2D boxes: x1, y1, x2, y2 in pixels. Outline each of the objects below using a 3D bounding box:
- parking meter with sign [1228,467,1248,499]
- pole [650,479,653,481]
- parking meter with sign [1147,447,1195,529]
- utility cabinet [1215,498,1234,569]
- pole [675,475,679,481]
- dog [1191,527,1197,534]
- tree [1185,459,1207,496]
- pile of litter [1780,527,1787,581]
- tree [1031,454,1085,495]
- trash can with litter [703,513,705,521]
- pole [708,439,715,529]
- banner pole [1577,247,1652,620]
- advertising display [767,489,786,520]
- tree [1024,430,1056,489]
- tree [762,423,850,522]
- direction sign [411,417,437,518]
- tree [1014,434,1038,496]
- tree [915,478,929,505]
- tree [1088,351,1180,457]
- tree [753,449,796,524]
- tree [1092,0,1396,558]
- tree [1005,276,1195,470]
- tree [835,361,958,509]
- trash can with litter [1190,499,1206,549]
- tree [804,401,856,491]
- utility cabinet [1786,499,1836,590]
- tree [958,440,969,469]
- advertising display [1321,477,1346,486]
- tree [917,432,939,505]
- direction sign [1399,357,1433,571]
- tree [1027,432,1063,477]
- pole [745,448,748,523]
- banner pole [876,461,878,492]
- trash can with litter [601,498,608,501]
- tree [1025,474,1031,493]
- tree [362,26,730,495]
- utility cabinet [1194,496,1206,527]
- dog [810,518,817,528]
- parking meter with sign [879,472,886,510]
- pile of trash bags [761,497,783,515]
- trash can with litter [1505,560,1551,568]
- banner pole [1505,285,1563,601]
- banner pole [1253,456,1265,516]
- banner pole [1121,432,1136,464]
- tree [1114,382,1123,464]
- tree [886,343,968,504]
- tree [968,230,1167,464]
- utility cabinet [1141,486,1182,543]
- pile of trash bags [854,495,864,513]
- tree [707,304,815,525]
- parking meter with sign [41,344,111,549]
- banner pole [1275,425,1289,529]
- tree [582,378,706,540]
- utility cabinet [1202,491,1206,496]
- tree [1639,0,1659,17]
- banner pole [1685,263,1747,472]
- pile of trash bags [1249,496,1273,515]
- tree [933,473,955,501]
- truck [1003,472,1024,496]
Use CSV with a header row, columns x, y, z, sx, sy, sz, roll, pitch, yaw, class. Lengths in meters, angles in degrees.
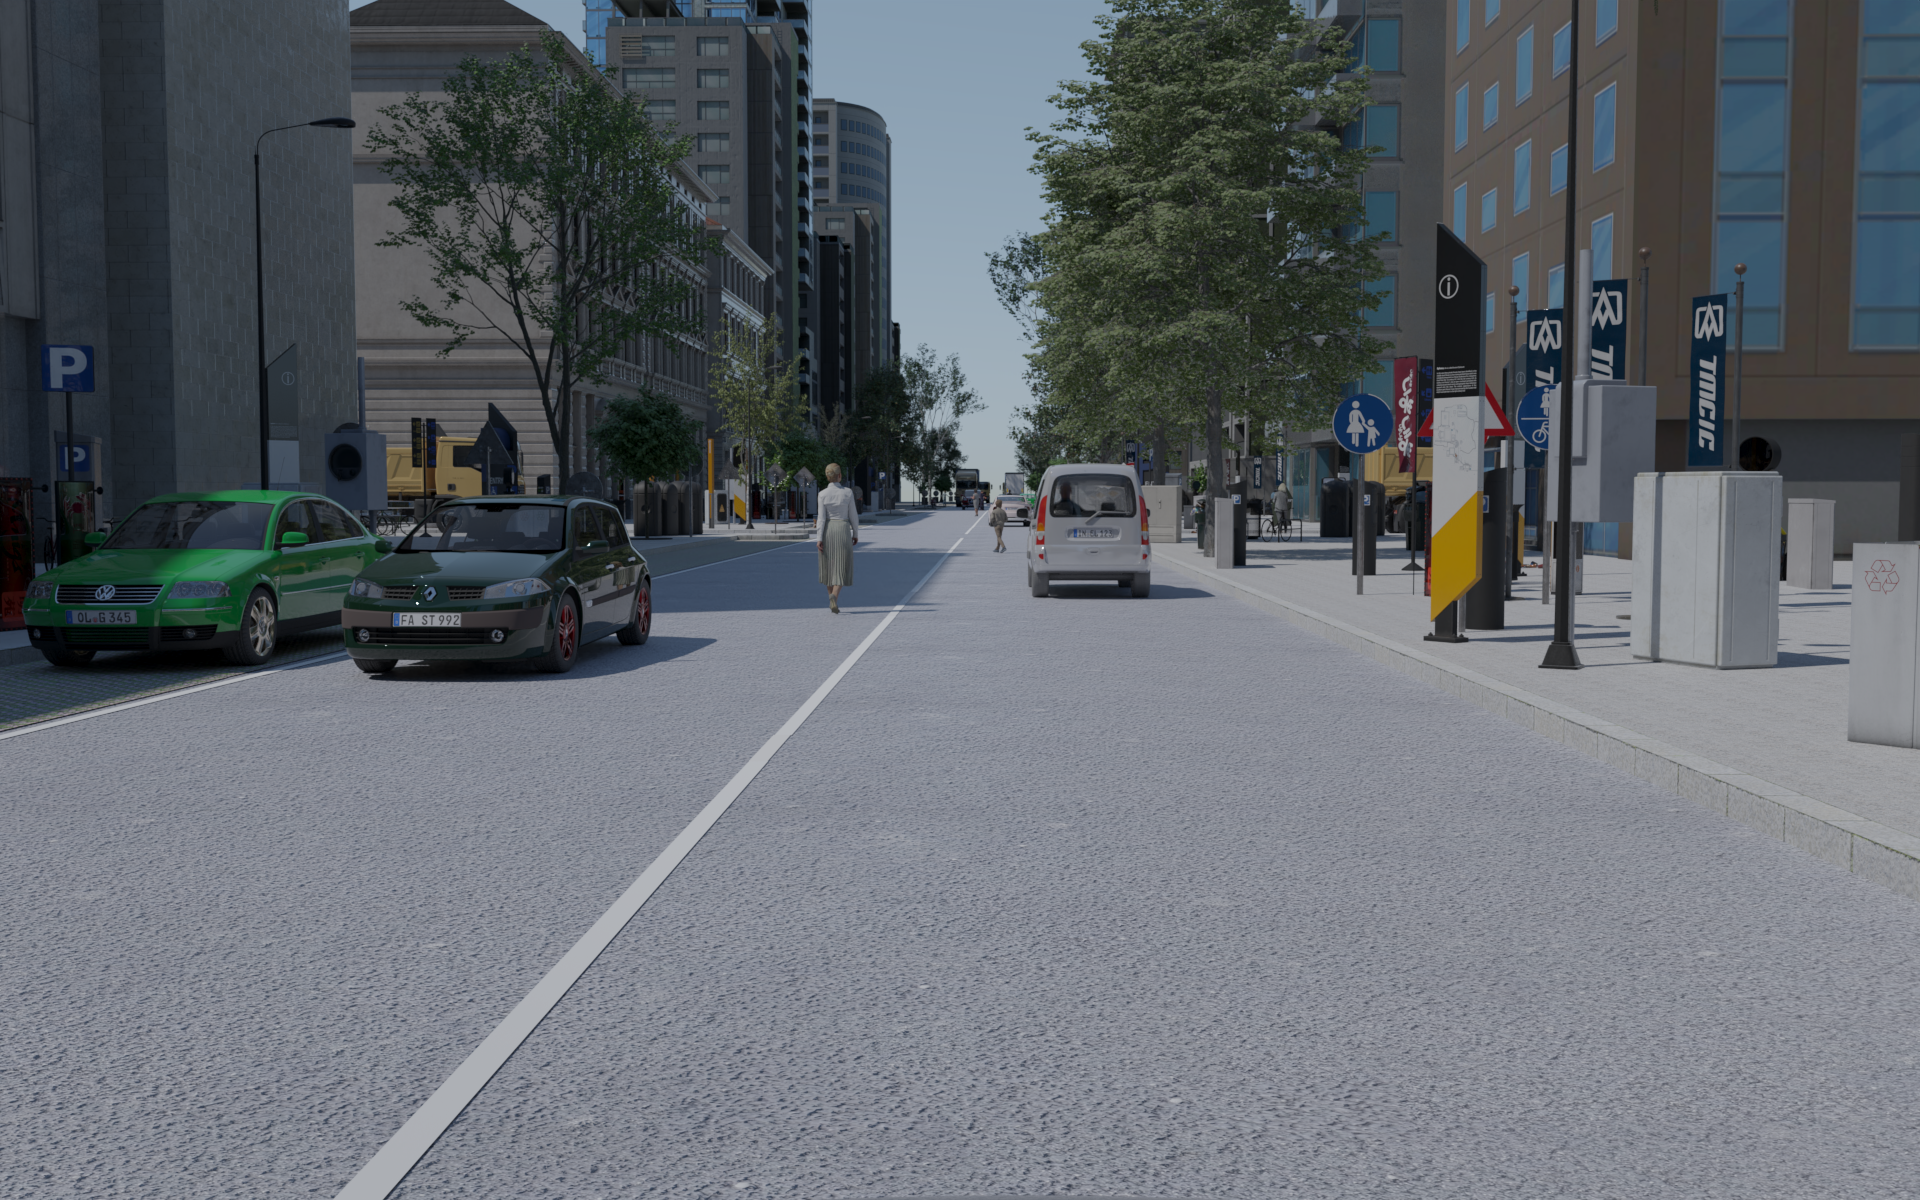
x,y,z,sx,sy,sz,roll,pitch,yaw,class
17.435,-6.983,110.425,1.738,3.016,0.543,1,4,10,parking meter with sign
-11.700,-4.400,65.784,0.158,3.312,0.155,0,3,0,pole
7.744,-4.105,63.383,1.738,3.016,0.543,1,4,22,parking meter with sign
4.604,-1.161,30.142,0.306,1.237,1.020,0,4,6,utility cabinet
-14.645,-5.862,89.692,0.158,3.312,0.155,0,3,0,pole
8.147,-2.450,60.252,0.748,0.427,0.550,-1,4,-10,dog
13.288,-6.220,96.299,1.663,3.219,1.824,0,3,0,tree
11.903,-0.726,25.829,1.719,0.858,1.176,0,4,6,pile of litter
7.961,-8.816,127.858,4.285,4.588,4.351,0,3,0,tree
-11.783,-4.269,81.182,1.055,1.170,0.624,3,5,42,trash can with litter
-9.219,-4.303,64.194,0.158,3.312,0.155,0,3,0,pole
6.748,-1.699,17.788,0.863,3.779,0.401,2,4,30,banner pole
-9.251,-5.016,87.228,0.974,1.923,0.123,0,4,0,advertising display
9.200,-14.479,187.099,4.737,8.622,4.395,0,3,0,tree
-7.561,-5.875,79.771,4.285,4.588,4.351,0,3,0,tree
-15.923,-3.640,51.515,0.379,3.537,0.876,2,4,34,direction sign
11.998,-21.103,270.782,9.928,11.665,9.643,0,3,0,tree
-4.447,-13.002,207.180,1.663,3.219,1.824,0,3,0,tree
7.484,-7.576,74.222,4.360,8.622,3.978,0,3,0,tree
-7.747,-4.853,73.950,1.663,3.219,1.824,0,3,0,tree
4.754,-7.148,35.002,7.486,12.596,7.792,0,3,0,tree
7.273,-10.415,87.300,9.611,12.733,9.660,0,3,0,tree
-6.615,-14.215,149.421,9.611,12.733,9.660,0,3,0,tree
5.930,-1.765,40.242,1.055,1.170,0.624,-2,4,-24,trash can with litter
-10.334,-11.390,136.595,4.360,8.622,3.978,0,3,0,tree
11.655,-0.768,23.725,0.306,1.237,1.020,1,4,8,utility cabinet
-3.036,-22.296,281.554,9.611,12.733,9.660,0,3,0,tree
14.364,-3.757,66.640,0.974,1.923,0.123,-1,4,-13,advertising display
-4.520,-14.999,195.598,4.737,8.622,4.395,0,3,0,tree
7.597,-2.259,28.938,0.876,3.537,0.379,-3,4,-38,direction sign
8.039,-12.834,160.201,4.360,8.622,3.978,0,3,0,tree
-9.591,-5.109,77.379,0.158,3.312,0.155,0,3,0,pole
-6.327,-8.690,132.096,0.401,3.779,0.863,0,4,-2,banner pole
-9.342,-1.984,43.825,1.055,1.170,0.624,1,4,20,trash can with litter
9.417,-11.074,164.770,4.285,4.588,4.351,0,3,0,tree
-9.398,-6.998,40.169,9.928,11.665,9.643,0,3,0,tree
9.509,-3.490,68.231,0.306,1.237,1.020,-1,4,-14,utility cabinet
-5.946,-3.210,72.671,0.550,0.427,0.748,-3,4,-38,dog
-6.276,-8.657,137.807,0.543,3.016,1.738,0,4,3,parking meter with sign
-11.273,-5.797,104.528,3.447,1.369,1.912,-2,4,-24,pile of trash bags
9.779,-1.168,30.153,2.233,1.210,1.678,0,4,-5,trash can with litter
6.835,-1.880,20.760,0.863,3.779,0.401,3,4,36,banner pole
17.285,-6.705,99.650,0.863,3.779,0.401,0,4,5,banner pole
6.790,-4.910,70.296,0.863,3.779,0.401,-2,4,-26,banner pole
9.565,-8.879,95.530,4.737,8.622,4.395,0,3,0,tree
-3.657,-21.940,214.605,12.611,20.169,13.585,0,3,0,tree
8.203,-15.557,110.251,12.611,20.169,13.585,0,3,0,tree
5.222,-2.247,45.413,1.173,1.500,0.318,3,4,36,utility cabinet
-7.405,-6.615,117.910,1.912,1.369,3.447,-2,4,-26,pile of trash bags
-8.186,-7.219,68.393,4.737,8.622,4.395,0,3,0,tree
-10.698,-1.519,21.093,0.543,3.016,1.738,-1,4,-19,parking meter with sign
11.730,-4.469,63.084,0.401,3.779,0.863,-2,4,-23,banner pole
-8.914,-3.992,48.980,4.285,4.588,4.351,0,3,0,tree
16.555,-6.623,116.967,0.318,1.500,1.173,0,4,-3,utility cabinet
5.007,-4.345,5.457,8.767,10.594,7.601,-2,4,-31,tree
8.353,-1.777,19.078,0.401,3.779,0.863,-2,4,-26,banner pole
18.232,-5.876,105.831,1.912,1.369,3.447,-3,5,-42,pile of trash bags
-2.357,-18.721,289.806,4.285,4.588,4.351,0,3,0,tree
7.132,-14.637,228.226,2.839,4.237,11.283,0,4,1,truck
